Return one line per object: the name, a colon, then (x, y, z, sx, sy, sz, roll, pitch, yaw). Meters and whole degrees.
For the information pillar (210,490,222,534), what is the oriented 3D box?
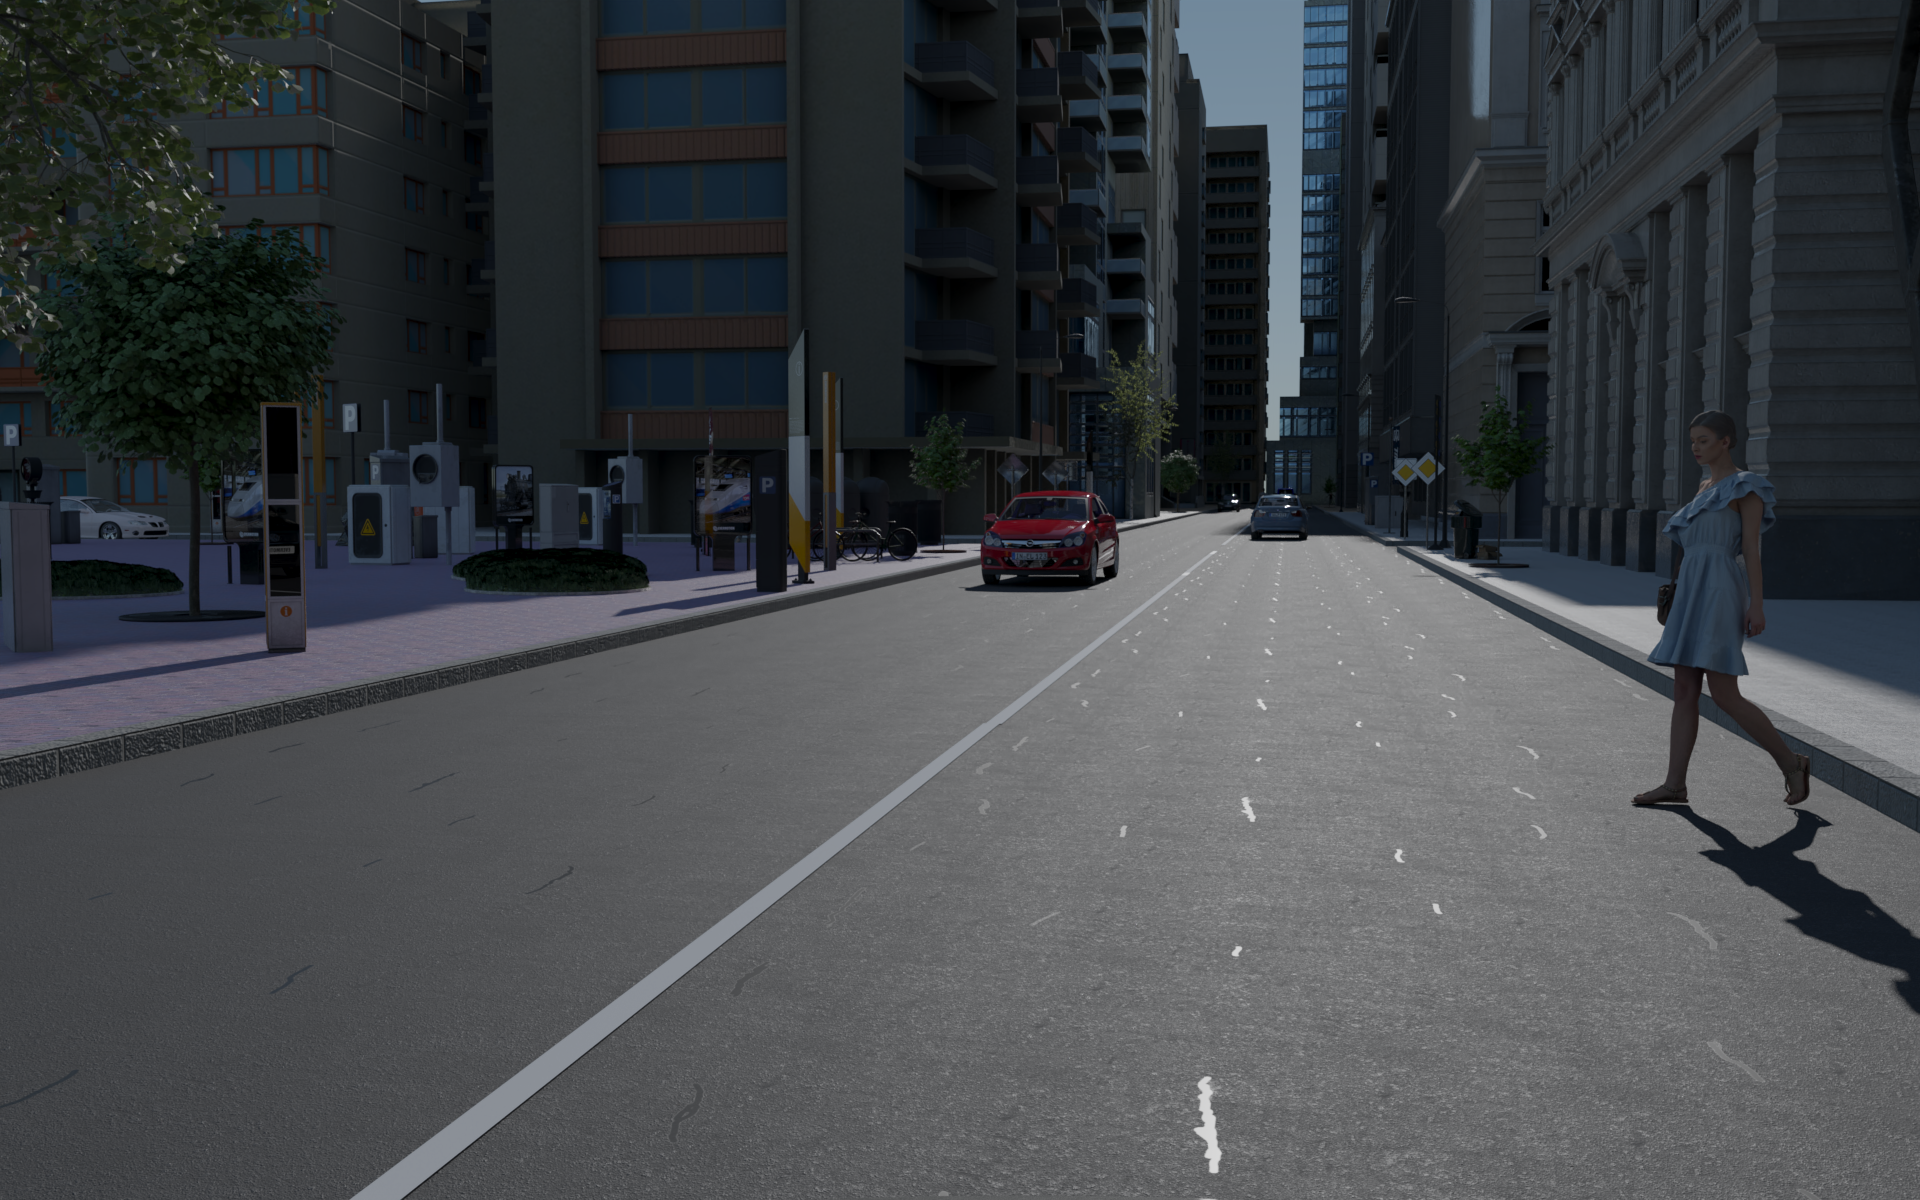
information pillar: (-24.168, -3.164, 56.226, 0.304, 2.012, 0.304, -2, 4, -34)

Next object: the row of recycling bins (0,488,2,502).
row of recycling bins: (-26.356, -2.267, 44.181, 3.534, 1.692, 1.069, -1, 4, -12)

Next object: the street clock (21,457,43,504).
street clock: (-18.203, -1.800, 34.006, 0.471, 2.002, 0.358, 3, 5, 40)

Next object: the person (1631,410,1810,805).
person: (3.486, 0.038, 7.967, 0.778, 1.811, 0.616, 0, 4, 2)

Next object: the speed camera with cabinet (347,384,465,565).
speed camera with cabinet: (-10.057, -2.257, 31.238, 2.038, 3.252, 0.660, 1, 4, 20)

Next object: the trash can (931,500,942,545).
trash can: (-0.774, -1.956, 43.642, 0.748, 1.137, 0.748, 0, 3, 0)

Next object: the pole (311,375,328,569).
pole: (-10.988, -2.193, 29.702, 0.158, 3.312, 0.155, 0, 3, 0)

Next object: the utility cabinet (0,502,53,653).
utility cabinet: (-7.797, -0.202, 14.468, 0.306, 1.237, 1.020, -2, 4, -33)

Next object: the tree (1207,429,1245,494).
tree: (30.289, -15.117, 197.516, 4.360, 8.622, 3.978, 0, 3, 0)

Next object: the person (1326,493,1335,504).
person: (43.154, -11.752, 201.476, 1.217, 1.723, 0.721, 1, 4, 20)

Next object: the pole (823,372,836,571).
pole: (-2.187, -2.153, 29.037, 0.158, 3.312, 0.155, 0, 3, 0)

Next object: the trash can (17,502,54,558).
trash can: (-17.218, -1.254, 32.156, 0.748, 1.137, 0.748, 0, 3, 0)

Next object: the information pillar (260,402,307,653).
information pillar: (-5.498, -0.586, 14.076, 0.304, 2.012, 0.304, -2, 4, -23)

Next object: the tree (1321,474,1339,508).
tree: (34.681, -10.304, 163.079, 1.663, 3.219, 1.824, 0, 3, 0)

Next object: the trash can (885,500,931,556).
trash can: (-1.189, -1.492, 36.046, 0.748, 1.137, 0.748, 0, 3, 0)

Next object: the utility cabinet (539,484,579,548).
utility cabinet: (-8.574, -1.740, 37.130, 0.318, 1.500, 1.173, 1, 4, 16)

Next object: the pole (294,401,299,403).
pole: (-12.651, -2.397, 33.027, 0.158, 3.312, 0.155, 0, 3, 0)

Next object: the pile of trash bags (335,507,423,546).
pile of trash bags: (-13.815, -2.001, 42.476, 3.447, 1.369, 1.912, 3, 5, 44)

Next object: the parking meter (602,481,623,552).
parking meter: (-6.574, -1.490, 32.770, 0.372, 1.533, 0.369, 0, 3, 0)

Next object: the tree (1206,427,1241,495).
tree: (28.948, -14.723, 191.075, 4.737, 8.622, 4.395, 0, 3, 0)

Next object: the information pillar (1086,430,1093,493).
information pillar: (4.791, -4.439, 63.938, 0.183, 3.616, 0.504, -1, 4, -15)

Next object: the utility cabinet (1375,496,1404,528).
utility cabinet: (16.069, -3.282, 64.822, 1.020, 1.237, 0.306, -1, 4, -9)

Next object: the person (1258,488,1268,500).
person: (17.422, -5.567, 99.715, 0.606, 1.804, 0.583, 0, 4, -7)

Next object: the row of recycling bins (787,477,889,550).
row of recycling bins: (-3.179, -2.077, 41.078, 3.534, 1.692, 1.069, -3, 4, -38)

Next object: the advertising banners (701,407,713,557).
advertising banners: (-5.248, -2.429, 35.903, 0.090, 3.025, 2.074, -1, 4, -14)

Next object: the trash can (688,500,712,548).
trash can: (-6.158, -1.830, 41.578, 0.748, 1.137, 0.748, 0, 3, 0)

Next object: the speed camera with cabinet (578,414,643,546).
speed camera with cabinet: (-8.805, -2.988, 43.190, 2.038, 3.252, 0.660, 3, 4, 38)

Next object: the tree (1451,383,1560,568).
tree: (9.367, -2.192, 30.436, 1.663, 3.219, 1.824, 0, 3, 0)

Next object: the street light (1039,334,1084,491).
street light: (2.896, -4.769, 50.514, 1.470, 5.913, 1.316, 1, 4, 11)

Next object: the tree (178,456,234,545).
tree: (-18.879, -3.016, 43.906, 1.663, 3.219, 1.824, 0, 3, 0)

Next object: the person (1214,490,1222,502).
person: (30.714, -12.054, 205.218, 1.348, 1.869, 0.705, 2, 4, 33)

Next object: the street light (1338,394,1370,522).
street light: (18.327, -6.577, 80.068, 1.470, 5.913, 1.316, 1, 4, 11)

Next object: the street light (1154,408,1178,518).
street light: (11.046, -7.399, 93.518, 1.470, 5.913, 1.316, 1, 4, 11)

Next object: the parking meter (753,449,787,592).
parking meter: (-2.488, -1.040, 22.709, 0.399, 1.863, 0.255, 1, 4, 15)

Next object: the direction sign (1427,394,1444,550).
direction sign: (10.932, -2.919, 39.723, 0.379, 3.537, 0.876, 1, 4, 22)

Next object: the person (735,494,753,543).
person: (-6.031, -2.400, 48.010, 0.573, 1.790, 0.520, 0, 4, -4)

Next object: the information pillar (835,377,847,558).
information pillar: (-2.542, -2.669, 34.991, 0.504, 3.616, 0.183, 3, 5, 40)

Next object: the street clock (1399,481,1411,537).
street clock: (13.207, -2.867, 51.443, 0.358, 2.002, 0.471, 0, 4, -8)

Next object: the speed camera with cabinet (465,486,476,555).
speed camera with cabinet: (-11.384, -2.593, 36.730, 2.038, 3.252, 0.660, 0, 4, -6)

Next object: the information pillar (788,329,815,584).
information pillar: (-2.297, -2.047, 24.820, 0.183, 3.616, 0.504, -2, 4, -34)

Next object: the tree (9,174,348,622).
tree: (-7.977, -2.085, 17.801, 4.285, 4.588, 4.351, 0, 3, 0)

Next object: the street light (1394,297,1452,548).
street light: (10.955, -4.186, 40.978, 1.470, 5.913, 1.316, 1, 4, 11)
